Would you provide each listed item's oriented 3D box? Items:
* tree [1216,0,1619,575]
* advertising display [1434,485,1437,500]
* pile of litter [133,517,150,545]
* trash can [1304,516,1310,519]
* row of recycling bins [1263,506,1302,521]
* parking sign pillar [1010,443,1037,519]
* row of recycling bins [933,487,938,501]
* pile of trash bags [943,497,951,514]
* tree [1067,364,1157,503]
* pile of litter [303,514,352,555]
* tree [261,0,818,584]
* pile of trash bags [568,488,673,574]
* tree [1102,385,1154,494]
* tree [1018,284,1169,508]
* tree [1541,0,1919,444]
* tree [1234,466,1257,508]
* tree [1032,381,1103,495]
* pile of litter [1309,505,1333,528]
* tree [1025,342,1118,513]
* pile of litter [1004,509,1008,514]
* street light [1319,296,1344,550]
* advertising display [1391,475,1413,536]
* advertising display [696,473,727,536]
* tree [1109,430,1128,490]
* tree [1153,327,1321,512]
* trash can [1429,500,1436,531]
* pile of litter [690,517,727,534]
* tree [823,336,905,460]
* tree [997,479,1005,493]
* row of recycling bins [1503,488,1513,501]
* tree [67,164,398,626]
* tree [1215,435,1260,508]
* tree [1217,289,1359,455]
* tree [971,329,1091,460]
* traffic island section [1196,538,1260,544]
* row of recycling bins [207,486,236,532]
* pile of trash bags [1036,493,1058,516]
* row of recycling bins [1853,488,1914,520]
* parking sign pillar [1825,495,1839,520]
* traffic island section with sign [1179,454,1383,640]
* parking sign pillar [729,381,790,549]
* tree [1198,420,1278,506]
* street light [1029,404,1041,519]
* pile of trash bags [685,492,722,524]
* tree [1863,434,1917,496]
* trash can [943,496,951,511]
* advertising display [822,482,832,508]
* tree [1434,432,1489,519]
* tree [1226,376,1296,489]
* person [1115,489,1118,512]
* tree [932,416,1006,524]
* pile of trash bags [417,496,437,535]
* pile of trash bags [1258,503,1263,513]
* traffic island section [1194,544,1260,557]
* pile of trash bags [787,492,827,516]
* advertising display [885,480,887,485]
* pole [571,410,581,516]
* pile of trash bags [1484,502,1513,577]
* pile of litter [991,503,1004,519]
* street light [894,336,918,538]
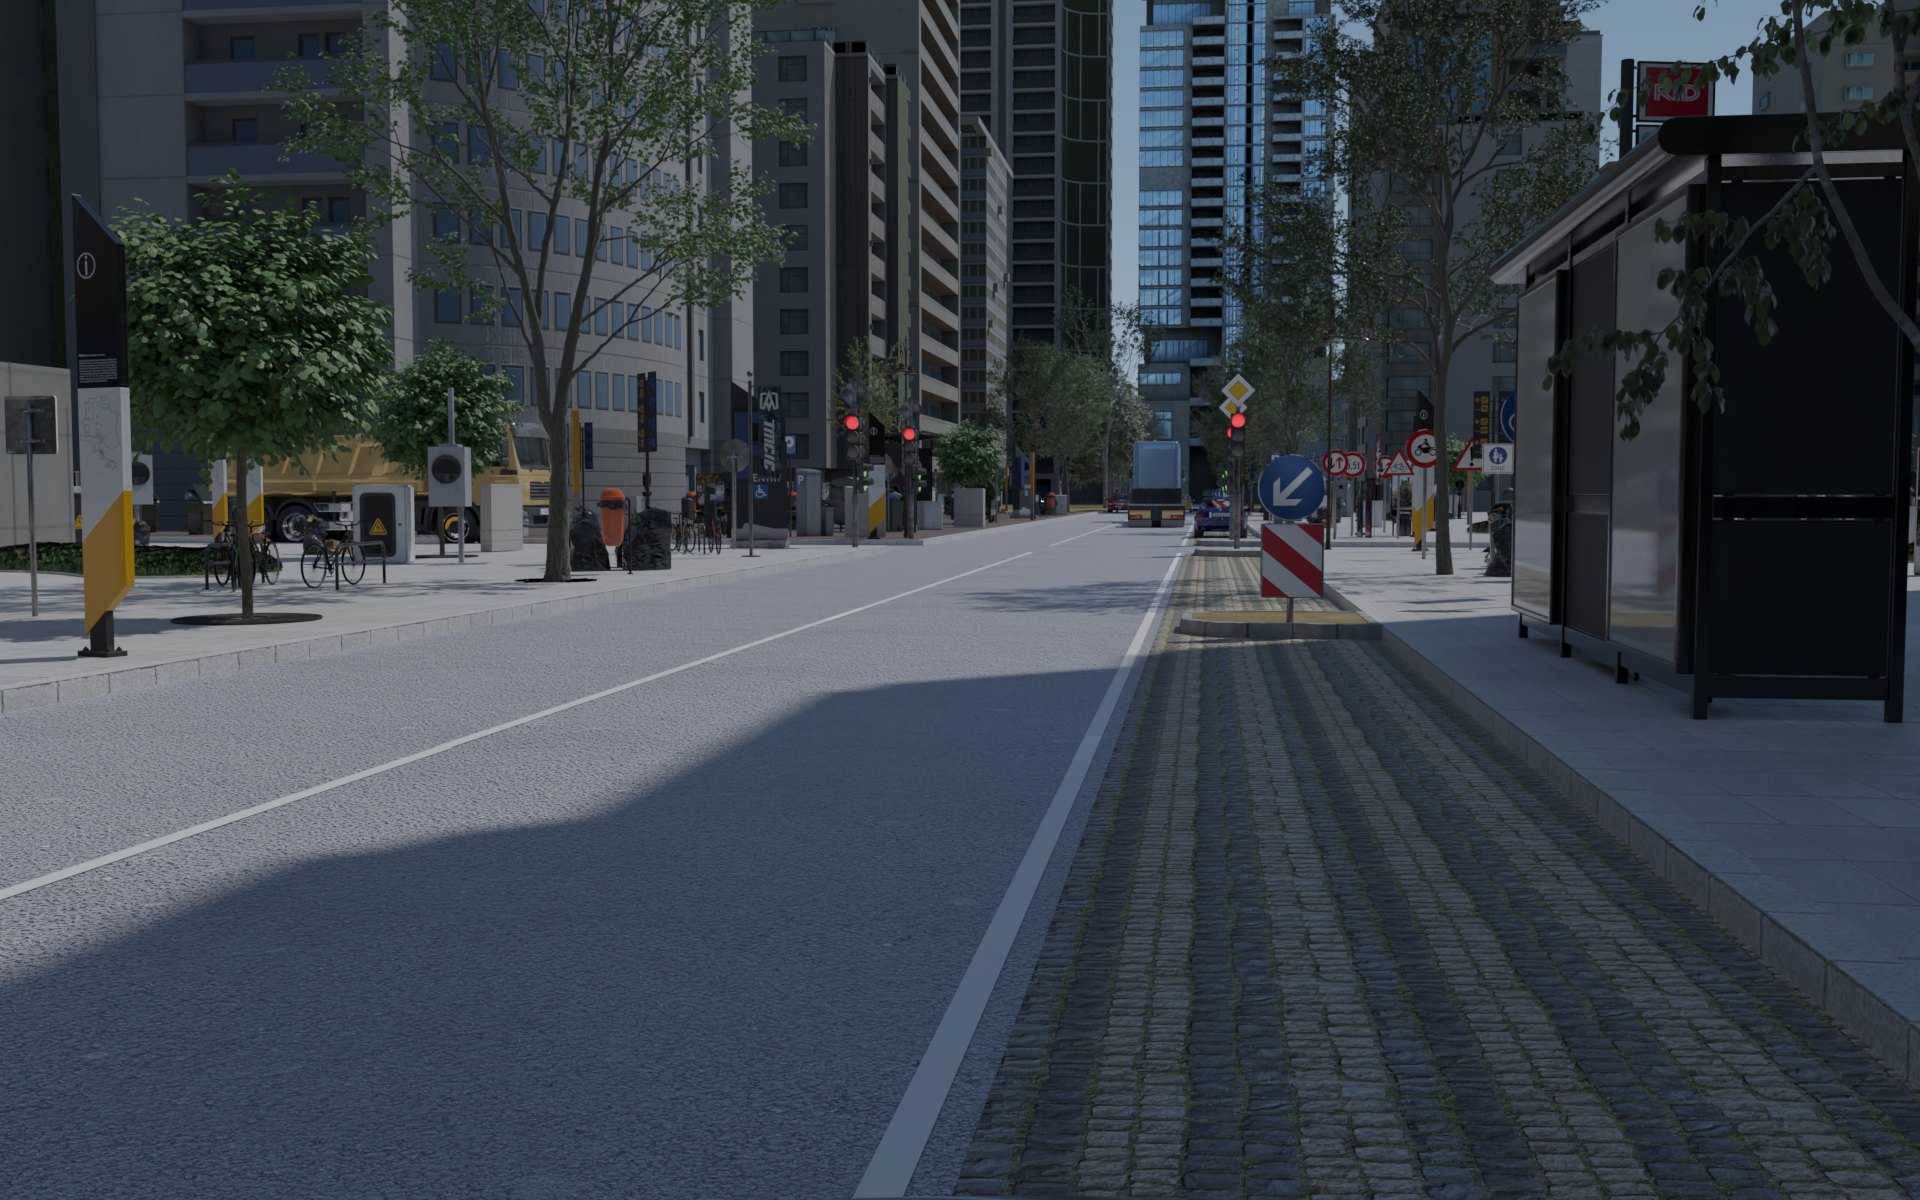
[{"bbox_3d":[7.378,-5.680,27.280,7.601,10.594,8.767,0,4,-3],"label":"tree"},{"bbox_3d":[30.498,-6.419,110.161,0.123,1.923,0.974,-3,5,-41],"label":"advertising display"},{"bbox_3d":[-15.314,-1.154,32.840,1.176,0.858,1.719,-1,4,-12],"label":"pile of litter"},{"bbox_3d":[17.770,-4.750,89.321,0.748,1.137,0.748,0,3,0],"label":"trash can"},{"bbox_3d":[15.511,-4.650,83.145,1.069,1.692,3.534,-1,4,-10],"label":"row of recycling bins"},{"bbox_3d":[3.341,-6.297,91.429,1.447,3.967,1.447,3,4,36],"label":"parking sign pillar"},{"bbox_3d":[-2.276,-5.046,89.622,1.069,1.692,3.534,-2,4,-34],"label":"row of recycling bins"},{"bbox_3d":[0.412,-6.057,108.779,1.912,1.369,3.447,-2,4,-30],"label":"pile of trash bags"},{"bbox_3d":[14.231,-16.032,168.771,9.857,13.997,8.962,0,3,0],"label":"tree"},{"bbox_3d":[-13.513,-1.410,37.025,1.176,0.858,1.719,0,4,-4],"label":"pile of litter"},{"bbox_3d":[-5.869,-6.058,24.805,9.928,11.665,9.643,0,3,0],"label":"tree"},{"bbox_3d":[-5.774,-1.179,29.034,1.912,1.369,3.447,-1,4,-11],"label":"pile of trash bags"},{"bbox_3d":[19.041,-17.413,195.077,12.009,13.543,11.850,0,3,0],"label":"tree"},{"bbox_3d":[12.079,-18.386,156.504,12.611,20.169,13.585,0,3,0],"label":"tree"},{"bbox_3d":[4.150,-3.477,7.208,4.360,8.622,3.978,0,3,0],"label":"tree"},{"bbox_3d":[26.109,-10.886,161.707,4.285,4.588,4.351,0,3,0],"label":"tree"},{"bbox_3d":[6.372,-9.680,108.626,4.360,8.622,3.978,0,3,0],"label":"tree"},{"bbox_3d":[13.643,-3.156,65.561,1.176,0.858,1.719,-3,4,-38],"label":"pile of litter"},{"bbox_3d":[7.269,-11.844,119.411,9.928,11.665,9.643,0,3,0],"label":"tree"},{"bbox_3d":[2.636,-6.093,113.582,1.719,0.858,1.176,-3,4,-38],"label":"pile of litter"},{"bbox_3d":[8.479,-4.094,39.724,0.468,5.910,1.993,0,4,8],"label":"street light"},{"bbox_3d":[13.605,-2.915,52.873,0.123,1.923,0.974,-3,5,-44],"label":"advertising display"},{"bbox_3d":[-7.700,-2.960,53.607,0.974,1.923,0.123,1,4,14],"label":"advertising display"},{"bbox_3d":[16.094,-13.949,178.430,4.360,8.622,3.978,0,3,0],"label":"tree"},{"bbox_3d":[21.175,-13.168,125.663,12.009,13.543,11.850,0,3,0],"label":"tree"},{"bbox_3d":[16.300,-2.929,59.541,0.748,1.137,0.748,0,3,0],"label":"trash can"},{"bbox_3d":[-7.921,-2.542,55.535,1.719,0.858,1.176,0,4,5],"label":"pile of litter"},{"bbox_3d":[-4.033,-7.924,79.919,4.737,8.622,4.395,0,3,0],"label":"tree"},{"bbox_3d":[2.485,-7.776,121.746,1.663,3.219,1.824,0,3,0],"label":"tree"},{"bbox_3d":[37.765,-6.670,116.174,3.534,1.692,1.069,-2,4,-35],"label":"row of recycling bins"},{"bbox_3d":[-7.243,-2.070,17.551,4.285,4.588,4.351,0,3,0],"label":"tree"},{"bbox_3d":[22.990,-11.680,141.335,4.737,8.622,4.395,0,3,0],"label":"tree"},{"bbox_3d":[16.434,-9.827,86.420,9.928,11.665,9.643,0,3,0],"label":"tree"},{"bbox_3d":[3.870,-10.051,98.754,7.601,10.594,8.767,-3,4,-36],"label":"tree"},{"bbox_3d":[7.626,-1.600,48.442,2.009,0.180,2.903,0,4,8],"label":"traffic island section"},{"bbox_3d":[-25.726,-3.252,60.280,1.069,1.692,3.534,-2,4,-35],"label":"row of recycling bins"},{"bbox_3d":[4.903,-5.678,102.590,1.912,1.369,3.447,-1,4,-18],"label":"pile of trash bags"},{"bbox_3d":[40.582,-4.219,76.090,1.069,1.692,3.534,0,4,-5],"label":"row of recycling bins"},{"bbox_3d":[32.568,-4.717,65.601,1.447,3.967,1.447,3,5,44],"label":"parking sign pillar"},{"bbox_3d":[3.292,-0.571,17.967,1.989,1.847,2.006,0,4,8],"label":"traffic island section with sign"},{"bbox_3d":[-4.790,-3.231,41.303,1.447,3.967,1.447,-1,4,-14],"label":"parking sign pillar"},{"bbox_3d":[30.431,-16.451,185.980,9.611,12.733,9.660,0,3,0],"label":"tree"},{"bbox_3d":[3.860,-7.113,89.087,0.468,5.910,1.993,0,4,8],"label":"street light"},{"bbox_3d":[-10.843,-4.037,75.758,1.912,1.369,3.447,2,4,29],"label":"pile of trash bags"},{"bbox_3d":[15.399,-2.131,29.438,1.663,3.219,1.824,0,3,0],"label":"tree"},{"bbox_3d":[-0.830,-6.778,122.477,0.748,1.137,0.748,0,3,0],"label":"trash can"},{"bbox_3d":[-7.279,-5.471,94.657,0.123,1.923,0.974,-2,4,-33],"label":"advertising display"},{"bbox_3d":[25.870,-6.536,90.576,4.285,4.588,4.351,0,3,0],"label":"tree"},{"bbox_3d":[16.826,-8.800,94.243,4.360,8.622,3.978,0,3,0],"label":"tree"},{"bbox_3d":[12.259,-7.778,135.654,0.705,1.826,1.348,1,4,11],"label":"person"},{"bbox_3d":[0.302,-5.491,73.488,4.285,4.588,4.351,0,3,0],"label":"tree"},{"bbox_3d":[-16.768,-2.785,55.288,3.447,1.369,1.912,2,4,28],"label":"pile of trash bags"},{"bbox_3d":[21.796,-6.634,118.217,1.912,1.369,3.447,-1,4,-16],"label":"pile of trash bags"},{"bbox_3d":[6.498,-1.117,40.537,2.009,0.180,2.903,0,4,8],"label":"traffic island section"},{"bbox_3d":[-6.936,-4.023,75.536,1.912,1.369,3.447,-1,4,-23],"label":"pile of trash bags"},{"bbox_3d":[-2.672,-3.441,61.479,0.123,1.923,0.974,0,4,-5],"label":"advertising display"},{"bbox_3d":[-9.364,-2.961,42.251,0.158,3.312,0.155,0,3,0],"label":"pole"},{"bbox_3d":[9.069,-1.047,26.864,1.912,1.369,3.447,2,4,25],"label":"pile of trash bags"},{"bbox_3d":[1.233,-4.539,88.180,1.176,0.858,1.719,-1,4,-19],"label":"pile of litter"},{"bbox_3d":[-1.576,-4.761,50.636,0.468,5.910,1.993,0,4,8],"label":"street light"}]
